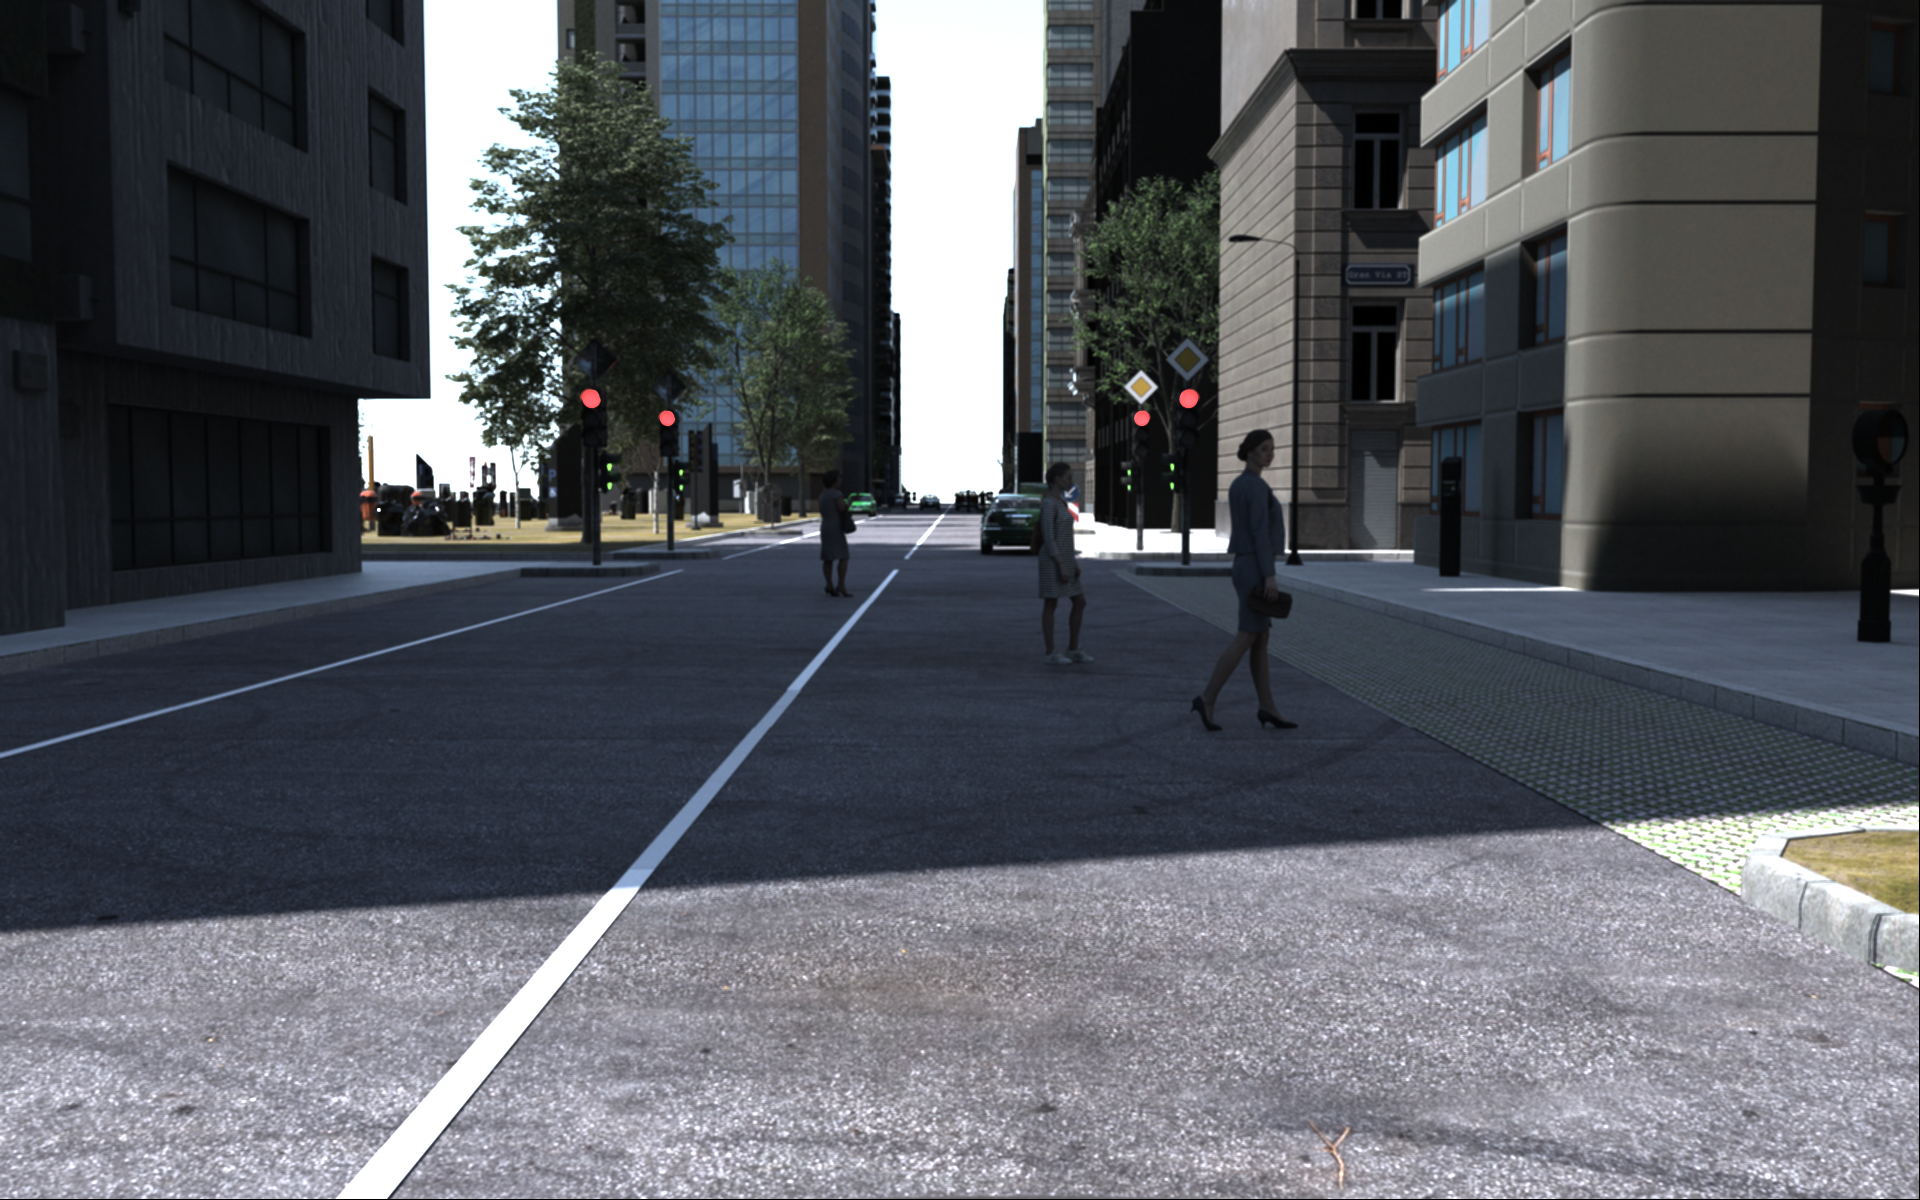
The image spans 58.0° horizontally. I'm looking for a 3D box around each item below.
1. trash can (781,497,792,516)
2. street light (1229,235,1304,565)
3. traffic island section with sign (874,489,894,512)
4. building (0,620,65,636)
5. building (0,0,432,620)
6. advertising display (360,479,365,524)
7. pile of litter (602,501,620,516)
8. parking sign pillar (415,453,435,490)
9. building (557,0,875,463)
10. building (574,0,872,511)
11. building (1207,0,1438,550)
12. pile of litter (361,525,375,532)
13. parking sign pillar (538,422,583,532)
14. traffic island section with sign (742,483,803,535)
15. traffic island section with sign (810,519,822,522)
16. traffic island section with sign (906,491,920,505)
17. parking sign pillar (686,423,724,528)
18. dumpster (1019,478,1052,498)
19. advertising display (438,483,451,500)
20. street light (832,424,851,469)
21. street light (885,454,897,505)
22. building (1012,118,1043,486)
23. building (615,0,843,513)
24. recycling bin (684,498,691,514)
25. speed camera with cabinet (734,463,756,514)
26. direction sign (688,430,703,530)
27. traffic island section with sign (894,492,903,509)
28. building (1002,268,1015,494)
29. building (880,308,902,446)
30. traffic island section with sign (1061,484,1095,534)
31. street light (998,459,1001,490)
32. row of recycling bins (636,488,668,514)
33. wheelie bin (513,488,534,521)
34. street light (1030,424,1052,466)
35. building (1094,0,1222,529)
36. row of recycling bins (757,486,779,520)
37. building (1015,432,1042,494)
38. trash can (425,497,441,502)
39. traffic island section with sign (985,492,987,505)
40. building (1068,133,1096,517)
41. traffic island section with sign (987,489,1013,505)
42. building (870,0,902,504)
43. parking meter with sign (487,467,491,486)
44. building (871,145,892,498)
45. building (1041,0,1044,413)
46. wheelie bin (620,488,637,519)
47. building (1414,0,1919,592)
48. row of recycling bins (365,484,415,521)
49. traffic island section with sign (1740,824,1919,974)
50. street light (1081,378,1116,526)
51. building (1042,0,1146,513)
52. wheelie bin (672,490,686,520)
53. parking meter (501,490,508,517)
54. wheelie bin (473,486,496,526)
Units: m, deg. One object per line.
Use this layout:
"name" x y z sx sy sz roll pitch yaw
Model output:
"trash can" -10.103 -5.444 100.654 0.748 1.137 0.748 0 3 0
"street light" 5.513 -3.588 31.198 1.470 5.913 1.316 0 3 0
"traffic island section with sign" -6.536 -7.977 139.051 1.989 1.847 2.006 0 3 0
"building" -15.689 -14.513 8.994 14.160 30.474 14.107 0 3 0
"building" -15.828 -15.459 24.459 14.107 30.474 14.160 0 3 0
"advertising display" -25.464 -4.190 73.723 0.123 1.923 0.974 -1 4 -9
"pile of litter" -20.974 -5.491 103.742 1.176 0.858 1.719 -2 4 -26
"parking sign pillar" -35.149 -7.668 113.845 1.447 3.967 1.447 2 4 24
"building" -23.307 -35.618 171.588 28.713 52.752 27.495 0 3 0
"building" -18.602 -36.772 143.219 21.231 58.520 28.212 0 3 0
"building" 19.599 -15.104 44.209 25.104 27.353 12.463 0 3 0
"pile of litter" -20.544 -2.722 58.467 1.719 0.858 1.176 2 4 34
"parking sign pillar" -13.647 -4.366 59.854 1.447 3.967 1.447 2 4 28
"traffic island section with sign" -6.578 -3.201 60.966 1.989 1.847 2.006 0 3 0
"traffic island section with sign" -6.560 -4.871 88.275 1.989 1.847 2.006 0 3 0
"traffic island section with sign" -6.482 -12.992 221.048 1.989 1.847 2.006 0 3 0
"parking sign pillar" -9.807 -4.767 66.411 1.447 3.967 1.447 -3 5 -42
"dumpster" 3.962 -4.999 86.680 1.985 2.255 1.502 0 4 0
"advertising display" -29.800 -5.808 100.175 0.123 1.923 0.974 1 4 21
"street light" -7.939 -8.752 115.636 1.470 5.913 1.316 0 3 0
"street light" -7.954 -13.837 198.780 1.470 5.913 1.316 0 3 0
"building" 13.613 -34.052 206.868 14.600 45.320 14.200 0 3 0
"building" -15.765 -28.889 122.453 14.600 45.320 14.200 0 3 0
"recycling bin" -17.670 -6.021 110.990 0.722 1.027 0.722 -1 4 -17
"speed camera with cabinet" -13.659 -7.145 111.163 0.660 3.252 2.038 2 4 34
"direction sign" -9.420 -4.266 61.739 0.379 3.537 0.876 2 4 24
"traffic island section with sign" -6.516 -9.646 166.338 1.989 1.847 2.006 0 3 0
"building" 12.917 -27.525 221.736 14.160 30.474 14.107 0 3 0
"building" -16.219 -30.182 265.179 14.160 30.474 14.107 0 3 0
"traffic island section with sign" 3.794 -3.274 62.155 1.989 1.847 2.006 0 3 0
"street light" 5.657 -15.746 229.987 1.470 5.913 1.316 0 3 0
"row of recycling bins" -20.291 -6.466 112.830 3.534 1.692 1.069 1 4 12
"wheelie bin" -21.140 -4.651 83.956 0.980 1.594 0.693 -1 4 -13
"street light" 5.503 -8.673 114.342 1.470 5.913 1.316 0 3 0
"building" 12.260 -14.715 70.261 12.332 23.373 15.834 0 3 0
"row of recycling bins" -9.553 -4.809 85.736 1.069 1.692 3.534 -1 4 -11
"building" 17.220 -52.632 173.206 22.319 86.520 31.000 0 3 0
"trash can" -23.845 -4.080 78.369 0.748 1.137 0.748 0 3 0
"traffic island section with sign" 3.897 -13.045 221.913 1.989 1.847 2.006 0 3 0
"building" 13.348 -16.947 96.166 14.460 24.649 34.723 0 3 0
"traffic island section with sign" 3.854 -9.645 166.322 1.989 1.847 2.006 0 3 0
"building" -19.087 -56.776 240.958 22.319 86.520 31.000 0 3 0
"parking meter with sign" -30.747 -7.126 112.769 0.543 3.016 1.738 -2 4 -27
"building" -19.807 -34.112 212.355 22.147 44.769 28.867 0 3 0
"building" 20.823 -33.953 144.370 28.713 52.752 27.495 0 3 0
"wheelie bin" -16.770 -4.887 87.804 0.693 1.594 0.980 2 4 25
"building" 22.101 -10.489 16.534 27.650 21.520 28.899 0 3 0
"row of recycling bins" -28.232 -4.725 84.364 1.069 1.692 3.534 2 4 34
"traffic island section with sign" 3.759 0.182 5.657 1.989 1.847 2.006 0 3 0
"street light" 5.540 -5.916 69.270 1.470 5.913 1.316 0 3 0
"building" 12.880 -26.927 123.857 14.154 41.232 14.086 0 3 0
"wheelie bin" -13.967 -4.746 85.497 0.693 1.594 0.980 -3 4 -37
"parking meter" -25.499 -5.417 96.974 0.372 1.533 0.369 0 3 0
"wheelie bin" -19.227 -3.799 70.028 0.980 1.594 0.693 0 4 7
